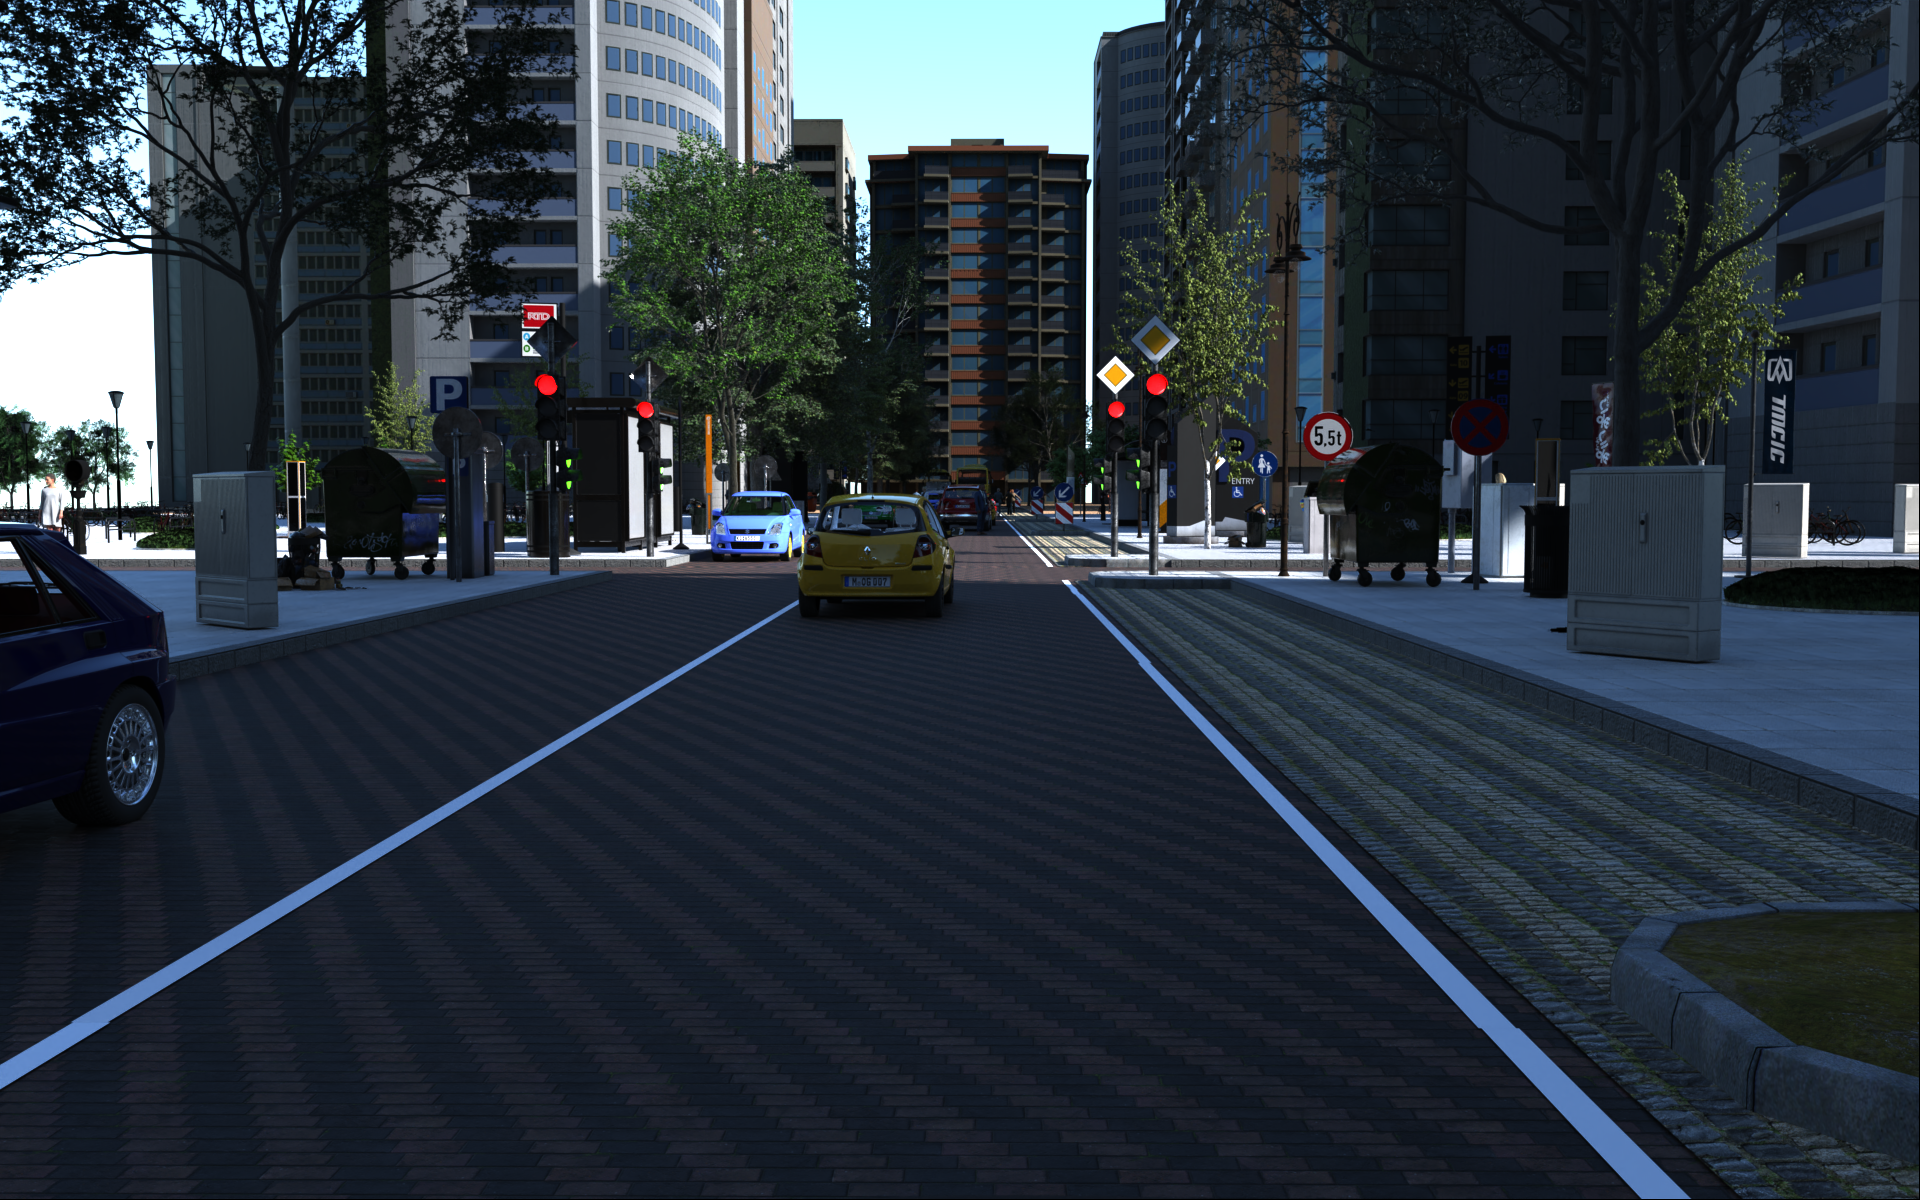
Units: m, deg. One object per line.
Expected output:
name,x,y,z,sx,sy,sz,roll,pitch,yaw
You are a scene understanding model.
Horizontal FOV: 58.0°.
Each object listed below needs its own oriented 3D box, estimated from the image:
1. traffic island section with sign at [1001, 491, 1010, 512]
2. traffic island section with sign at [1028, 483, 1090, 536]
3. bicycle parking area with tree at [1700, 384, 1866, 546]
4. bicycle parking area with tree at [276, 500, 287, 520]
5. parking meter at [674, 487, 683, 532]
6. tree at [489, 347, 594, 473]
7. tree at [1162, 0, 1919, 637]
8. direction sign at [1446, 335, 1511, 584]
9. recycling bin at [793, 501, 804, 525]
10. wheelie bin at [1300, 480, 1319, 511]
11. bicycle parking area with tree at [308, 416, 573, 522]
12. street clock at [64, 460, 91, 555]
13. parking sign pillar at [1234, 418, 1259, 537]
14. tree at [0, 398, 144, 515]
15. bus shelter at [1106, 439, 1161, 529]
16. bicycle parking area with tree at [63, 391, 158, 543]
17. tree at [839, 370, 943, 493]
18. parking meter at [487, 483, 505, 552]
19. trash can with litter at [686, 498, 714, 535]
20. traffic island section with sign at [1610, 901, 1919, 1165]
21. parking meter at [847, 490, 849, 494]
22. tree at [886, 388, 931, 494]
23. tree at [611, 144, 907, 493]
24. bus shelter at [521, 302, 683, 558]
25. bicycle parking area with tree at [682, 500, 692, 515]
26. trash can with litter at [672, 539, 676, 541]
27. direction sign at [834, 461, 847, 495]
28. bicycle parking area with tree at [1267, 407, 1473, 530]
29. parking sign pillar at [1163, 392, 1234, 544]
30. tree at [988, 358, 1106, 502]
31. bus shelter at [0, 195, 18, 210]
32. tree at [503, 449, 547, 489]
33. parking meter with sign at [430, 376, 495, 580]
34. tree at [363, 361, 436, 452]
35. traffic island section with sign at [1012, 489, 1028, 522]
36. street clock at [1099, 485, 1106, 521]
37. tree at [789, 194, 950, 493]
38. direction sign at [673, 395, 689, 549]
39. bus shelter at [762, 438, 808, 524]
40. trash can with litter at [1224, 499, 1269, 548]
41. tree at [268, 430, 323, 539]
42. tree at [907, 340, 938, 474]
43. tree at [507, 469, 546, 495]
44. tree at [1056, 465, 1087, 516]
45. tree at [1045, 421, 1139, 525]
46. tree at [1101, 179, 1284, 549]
traffic island section with sign,4.368,-7.866,137.240,1.989,1.847,2.006,0,4,1
traffic island section with sign,3.475,-3.157,60.248,1.989,1.847,2.006,0,4,1
bicycle parking area with tree,20.442,-3.708,47.626,9.016,4.147,8.231,3,4,39
bicycle parking area with tree,-32.413,-6.081,86.421,8.231,4.147,9.016,0,4,6
parking meter,-9.682,-3.107,59.218,0.372,1.533,0.369,0,3,0
tree,-18.358,-7.732,76.779,4.737,8.622,4.395,0,3,0
tree,6.155,-6.428,15.463,12.009,13.543,11.850,0,3,0
direction sign,7.433,-2.013,24.910,0.876,3.537,0.379,1,4,14
recycling bin,-6.407,-3.290,66.337,0.722,1.027,0.722,-2,4,-24
wheelie bin,8.414,-1.977,40.224,0.980,1.594,0.693,-1,4,-14
bicycle parking area with tree,-17.671,-4.651,63.053,8.231,4.147,9.016,2,4,25
street clock,-18.668,-1.964,36.679,0.471,2.002,0.358,1,4,15
parking sign pillar,8.304,-3.885,51.991,1.447,3.967,1.447,0,4,-1
tree,-56.991,-8.447,101.021,11.467,7.101,20.602,0,4,1
bus shelter,6.792,-4.446,66.617,2.014,3.302,5.546,0,4,1
bicycle parking area with tree,-26.006,-3.741,48.176,8.231,4.147,9.016,1,4,9
tree,-6.331,-14.483,153.797,9.611,12.733,9.660,0,3,0
parking meter,-10.286,-1.831,38.348,0.372,1.533,0.369,0,3,0
trash can with litter,-8.032,-2.637,54.498,1.055,1.170,0.624,-3,4,-38
traffic island section with sign,2.818,0.260,4.385,1.989,1.847,2.006,0,4,1
parking meter,-7.294,-6.277,111.039,0.372,1.533,0.369,0,3,0
tree,-5.952,-16.915,186.928,12.009,13.543,11.850,0,3,0
tree,-7.459,-9.521,62.321,9.857,13.997,8.962,0,3,0
bus shelter,-8.073,-3.755,39.025,2.179,5.291,8.768,0,4,1
bicycle parking area with tree,-19.469,-7.343,107.068,9.016,4.147,8.231,1,4,12
trash can with litter,-8.602,-2.269,48.162,1.678,1.210,2.233,-1,4,-11
direction sign,-6.281,-6.059,91.062,0.876,3.537,0.379,2,4,35
bicycle parking area with tree,13.631,-4.323,57.687,8.231,4.147,9.016,0,4,-7
parking sign pillar,6.008,-3.455,44.959,1.447,3.967,1.447,-2,4,-32
tree,6.583,-11.256,118.446,8.767,10.594,7.601,-1,4,-11
bus shelter,-8.427,-1.201,10.912,1.731,3.624,6.357,0,4,1
tree,-26.066,-7.395,104.625,4.285,4.588,4.351,0,3,0
parking meter with sign,-7.564,-1.851,26.520,0.543,3.016,1.738,0,4,-1
tree,-30.663,-8.875,95.461,4.737,8.622,4.395,0,3,0
traffic island section with sign,3.813,-4.898,88.711,1.989,1.847,2.006,0,4,1
street clock,6.915,-4.833,83.595,0.358,2.002,0.471,2,4,34
tree,-7.053,-15.696,112.523,12.611,20.169,13.585,0,3,0
direction sign,-6.486,-2.948,40.192,0.379,3.537,0.876,-1,4,-12
bus shelter,-7.150,-4.949,72.207,1.731,3.624,6.357,0,4,1
trash can with litter,6.885,-1.850,41.637,1.055,1.170,0.624,2,4,25
tree,-19.442,-3.405,50.272,1.663,3.219,1.824,0,3,0
tree,-6.478,-14.129,137.658,9.857,13.997,8.962,0,3,0
tree,-18.259,-4.781,72.765,1.663,3.219,1.824,0,3,0
tree,6.244,-6.431,99.744,1.663,3.219,1.824,0,3,0
tree,6.774,-5.479,73.295,4.285,4.588,4.351,0,3,0
tree,5.613,-5.483,40.008,4.737,8.622,4.395,0,3,0
